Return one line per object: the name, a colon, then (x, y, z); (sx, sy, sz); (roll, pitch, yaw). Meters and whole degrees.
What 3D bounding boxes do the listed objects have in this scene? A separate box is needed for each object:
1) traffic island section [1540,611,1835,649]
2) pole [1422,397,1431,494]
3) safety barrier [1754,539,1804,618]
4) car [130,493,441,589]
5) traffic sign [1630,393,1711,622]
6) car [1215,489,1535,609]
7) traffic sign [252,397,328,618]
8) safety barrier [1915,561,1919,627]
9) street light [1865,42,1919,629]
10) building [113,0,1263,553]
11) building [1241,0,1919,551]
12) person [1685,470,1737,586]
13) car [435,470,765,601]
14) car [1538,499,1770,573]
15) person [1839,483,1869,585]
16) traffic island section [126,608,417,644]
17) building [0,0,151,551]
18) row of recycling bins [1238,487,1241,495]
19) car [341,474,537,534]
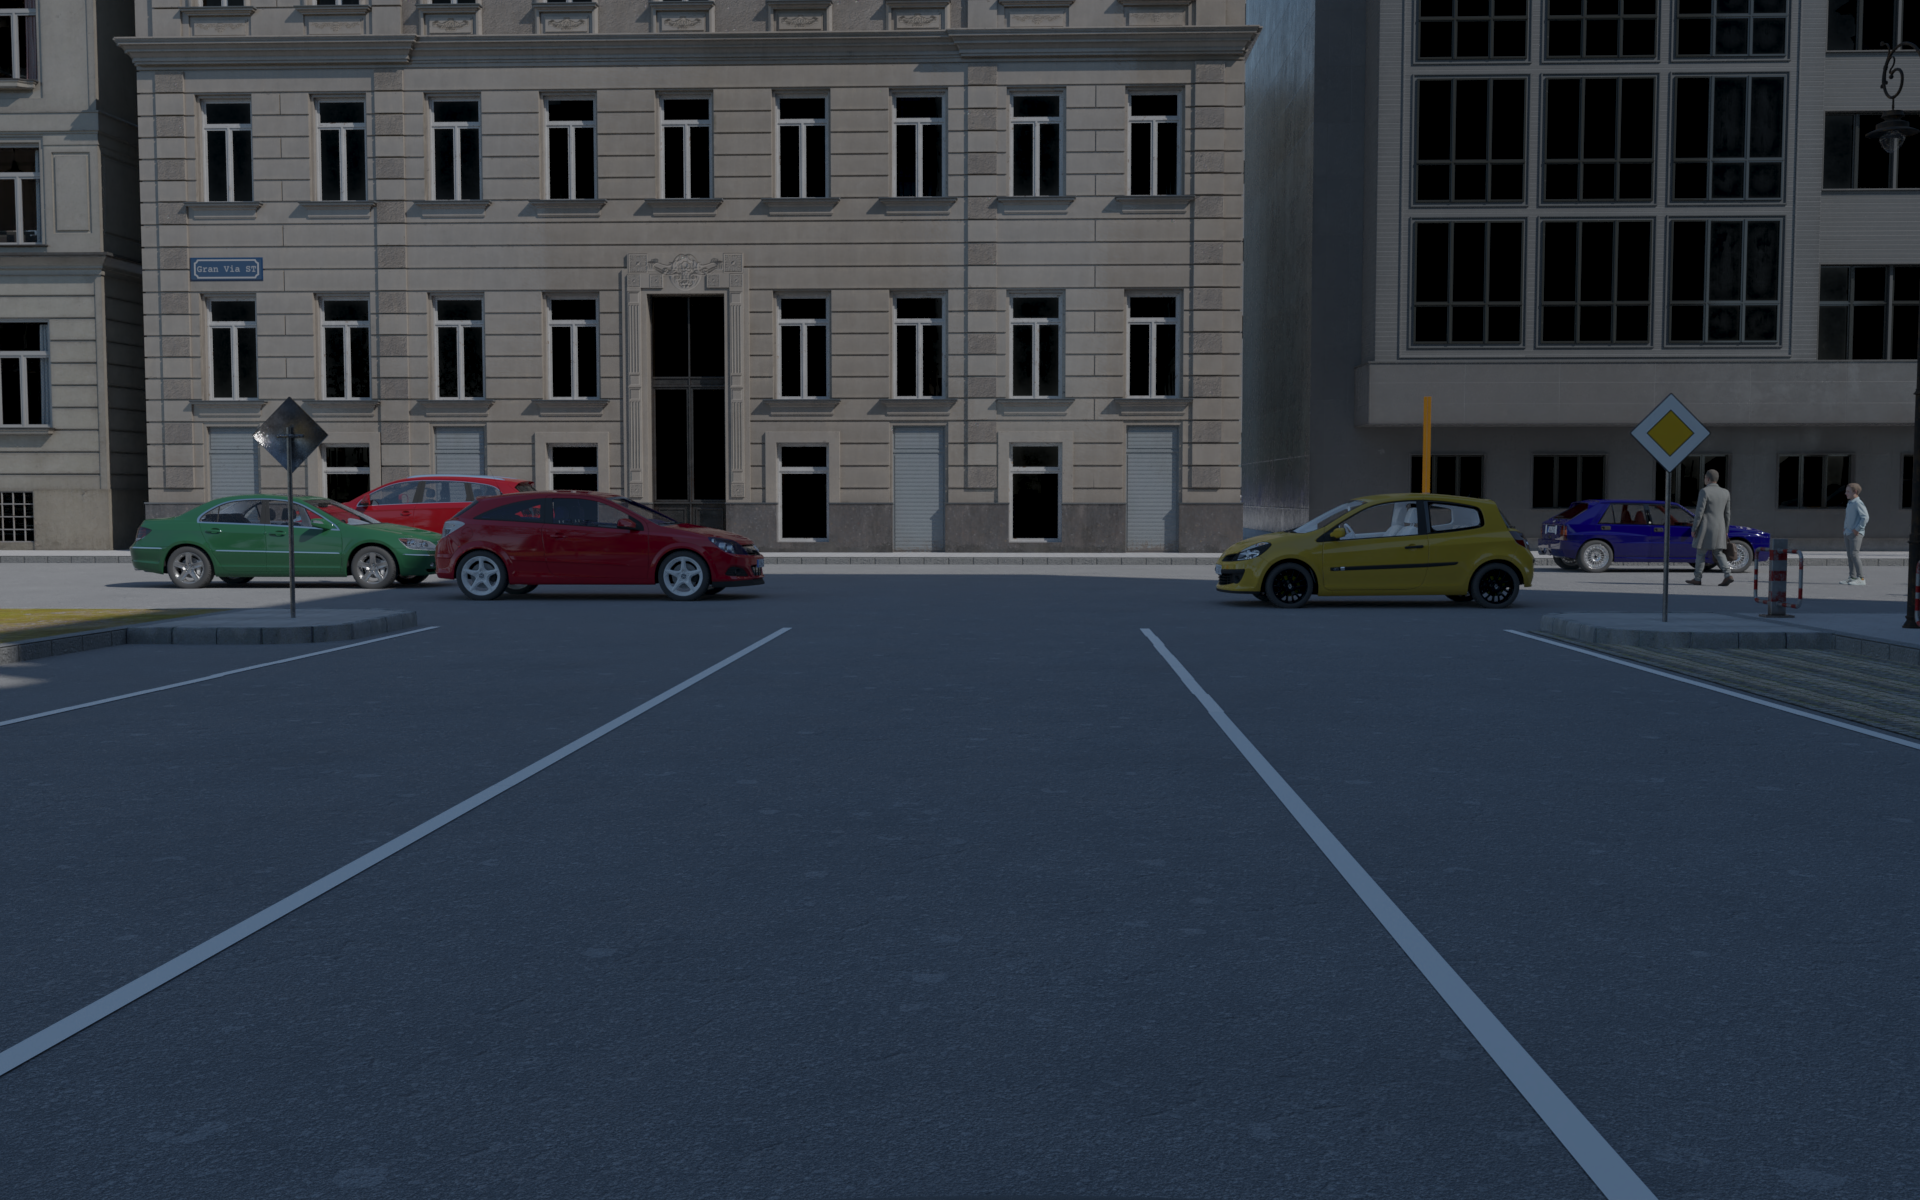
traffic island section: (7.095, 0.299, 17.394); (2.009, 0.180, 2.903); (0, 4, 2)
pole: (9.785, -2.600, 36.353); (0.158, 3.312, 0.155); (0, 3, 0)
safety barrier: (8.499, -0.228, 18.000); (0.300, 0.817, 1.120); (0, 4, 2)
car: (-10.280, -0.929, 26.994); (4.920, 1.459, 2.131); (0, 4, 1)
traffic sign: (7.071, -0.836, 17.318); (0.795, 2.450, 0.064); (0, 4, 2)
car: (5.319, -0.746, 22.418); (3.980, 1.641, 2.015); (0, 4, 1)
traffic sign: (-6.911, -0.872, 17.894); (0.795, 2.450, 0.064); (0, 4, 2)
safety barrier: (8.368, -0.022, 14.628); (0.300, 0.817, 1.120); (0, 4, 2)
street light: (9.119, -2.667, 16.400); (0.468, 5.910, 1.993); (0, 4, 2)
building: (-5.753, -15.019, 42.816); (25.104, 27.353, 12.463); (0, 4, 2)
building: (22.973, -13.708, 43.196); (30.058, 24.678, 14.314); (0, 4, 2)
person: (11.733, -1.129, 27.068); (0.694, 1.812, 0.767); (-1, 4, -20)
car: (-4.947, -0.916, 24.011); (4.494, 1.783, 2.155); (0, 4, 3)
car: (12.880, -1.198, 32.167); (3.894, 1.354, 1.945); (0, 4, 3)
person: (14.161, -1.049, 27.459); (0.330, 1.601, 0.589); (1, 4, 13)
traffic island section: (-6.935, 0.265, 17.956); (2.009, 0.180, 2.903); (0, 4, 2)
building: (-33.219, -13.035, 46.407); (30.059, 22.955, 16.112); (0, 4, 2)
row of recycling bins: (15.518, -5.563, 98.066); (3.534, 1.692, 1.069); (0, 4, 1)
car: (-10.662, -1.567, 34.295); (5.304, 1.827, 2.281); (0, 4, 1)
